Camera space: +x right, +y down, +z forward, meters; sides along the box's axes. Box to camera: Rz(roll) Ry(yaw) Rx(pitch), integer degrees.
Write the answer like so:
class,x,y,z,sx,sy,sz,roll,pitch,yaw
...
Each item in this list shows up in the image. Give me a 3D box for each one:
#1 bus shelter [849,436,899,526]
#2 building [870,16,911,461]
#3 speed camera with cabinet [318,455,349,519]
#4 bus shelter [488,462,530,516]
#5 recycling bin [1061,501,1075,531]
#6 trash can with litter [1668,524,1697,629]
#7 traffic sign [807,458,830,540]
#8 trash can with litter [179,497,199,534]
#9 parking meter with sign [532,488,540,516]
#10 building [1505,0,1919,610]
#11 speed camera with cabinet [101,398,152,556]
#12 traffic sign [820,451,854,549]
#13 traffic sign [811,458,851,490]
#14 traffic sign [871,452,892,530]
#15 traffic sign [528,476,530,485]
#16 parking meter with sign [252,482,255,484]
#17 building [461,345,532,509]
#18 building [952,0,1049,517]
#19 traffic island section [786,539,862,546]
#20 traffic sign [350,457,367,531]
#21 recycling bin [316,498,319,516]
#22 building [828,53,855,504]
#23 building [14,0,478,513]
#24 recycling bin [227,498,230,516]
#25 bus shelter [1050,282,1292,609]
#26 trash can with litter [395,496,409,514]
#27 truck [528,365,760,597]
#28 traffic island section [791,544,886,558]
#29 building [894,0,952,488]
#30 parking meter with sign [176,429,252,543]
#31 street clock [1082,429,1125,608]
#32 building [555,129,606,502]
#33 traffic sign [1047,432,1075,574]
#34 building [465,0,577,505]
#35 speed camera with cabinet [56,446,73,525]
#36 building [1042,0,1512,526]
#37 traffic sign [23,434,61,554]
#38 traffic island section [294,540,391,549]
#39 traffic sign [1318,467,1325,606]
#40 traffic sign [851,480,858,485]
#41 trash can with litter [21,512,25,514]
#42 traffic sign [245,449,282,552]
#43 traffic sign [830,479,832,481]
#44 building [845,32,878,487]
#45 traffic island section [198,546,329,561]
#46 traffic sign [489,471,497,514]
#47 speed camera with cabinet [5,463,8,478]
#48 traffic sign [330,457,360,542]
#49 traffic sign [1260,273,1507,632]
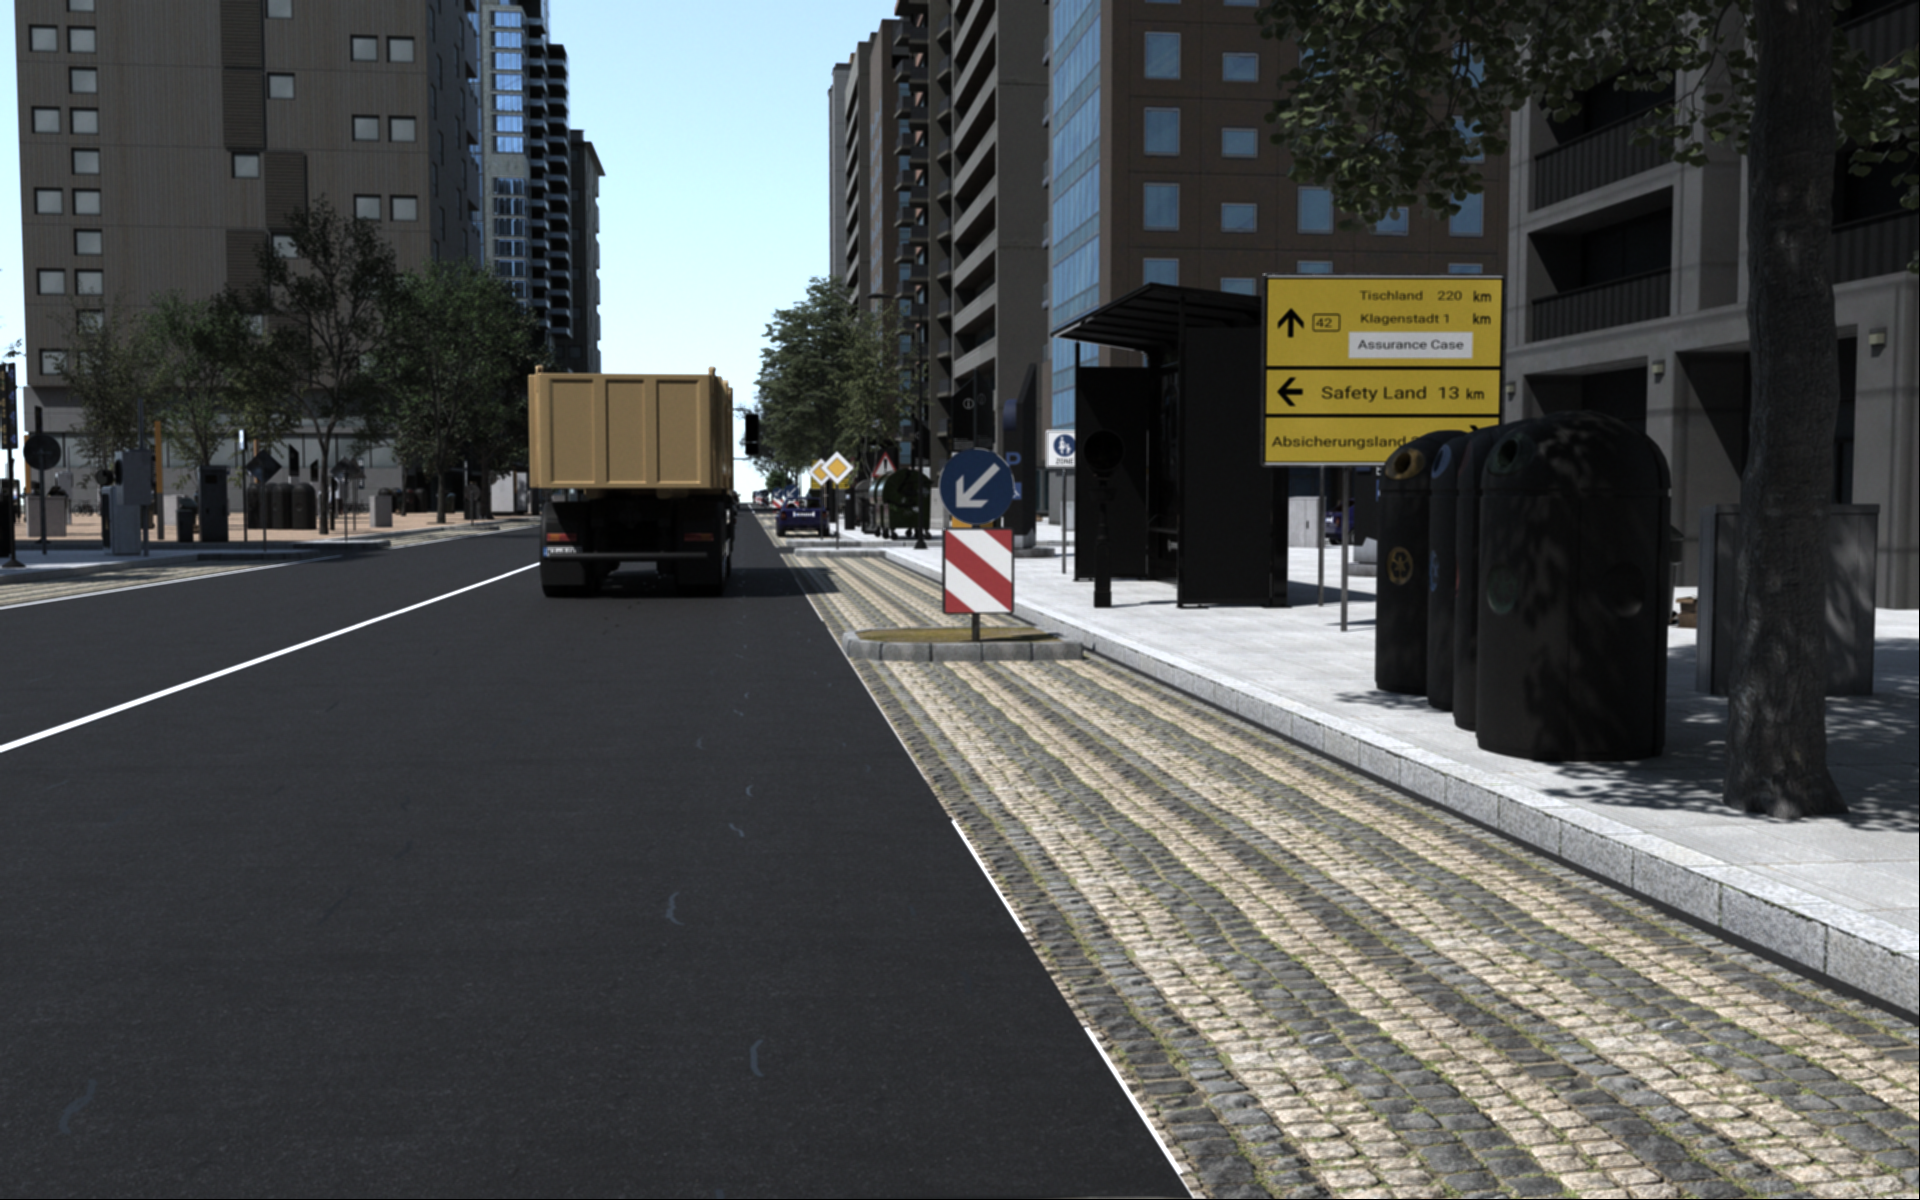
class,x,y,z,sx,sy,sz,roll,pitch,yaw
bus shelter,-3.641,-5.030,73.517,1.731,3.624,6.357,0,4,-7
building,-0.973,-31.342,162.557,14.600,45.320,14.200,0,4,-7
speed camera with cabinet,-32.112,-5.773,88.732,2.038,3.252,0.660,3,5,41
bus shelter,-26.697,-6.606,101.926,2.014,3.302,5.546,0,4,-7
recycling bin,3.900,-2.899,59.956,0.722,1.027,0.722,0,4,-7
trash can with litter,6.965,-0.335,16.868,0.624,1.170,1.055,-3,5,-41
traffic sign,-3.844,-2.716,48.048,0.795,2.450,0.064,0,4,-7
trash can with litter,-25.046,-2.760,56.518,1.055,1.170,0.624,3,5,45
parking meter with sign,-25.568,-6.607,104.289,0.543,3.016,1.738,-1,4,-12
building,19.910,-35.751,22.775,20.563,71.187,20.611,0,4,-7
speed camera with cabinet,-17.419,-2.557,36.145,0.660,3.252,2.038,-3,4,-37
traffic sign,-2.845,-2.231,40.125,0.795,2.450,0.064,0,4,-7
traffic sign,-7.360,-6.402,98.550,2.265,3.308,0.079,0,4,-5
traffic sign,-2.281,-3.250,53.140,0.884,2.594,0.081,0,4,1
traffic sign,-28.004,-6.939,113.565,0.768,2.556,0.104,0,4,2
parking meter with sign,-45.809,-7.085,112.098,0.543,3.016,1.738,-2,4,-23
building,-55.299,-19.252,159.817,27.650,21.520,28.899,0,4,-7
building,11.339,-29.563,107.056,21.300,48.544,21.600,0,4,-7
traffic island section,-3.822,-1.581,48.128,2.009,0.180,2.903,0,4,-7
traffic sign,-21.071,-3.682,60.208,0.884,2.594,0.081,0,4,1
recycling bin,-37.651,-5.374,100.412,0.722,1.027,0.722,1,4,9
building,-7.544,-42.669,239.630,21.231,58.520,28.212,0,4,-7
building,-51.697,-33.132,130.950,28.713,52.752,27.495,0,4,-7
recycling bin,-43.499,-5.467,101.945,0.722,1.027,0.722,0,4,6
bus shelter,2.565,-1.906,22.448,1.731,3.624,6.357,0,4,-7
trash can with litter,-35.425,-6.021,109.835,0.624,1.170,1.055,0,4,3
truck,-4.984,-1.956,27.899,3.469,3.379,9.791,0,4,-6
traffic island section,-2.822,-1.096,40.205,2.009,0.180,2.903,0,4,-7
building,6.160,-29.797,141.807,22.147,44.769,28.867,0,4,-7
parking meter with sign,-20.006,-3.061,46.302,1.738,3.016,0.543,-2,4,-34
street clock,1.615,-0.917,19.556,0.471,2.002,0.358,0,4,1
building,-66.819,-40.556,252.323,28.713,52.752,27.495,0,4,-7
traffic sign,1.674,-1.571,27.812,0.606,2.300,0.079,0,4,-5
building,-60.629,-55.656,222.647,22.319,86.520,31.000,0,4,-7
speed camera with cabinet,-37.574,-4.780,72.495,0.660,3.252,2.038,-2,4,-32
building,11.261,-25.389,65.227,14.200,45.320,14.600,0,4,-7
traffic sign,-19.475,-2.242,36.770,0.768,2.556,0.104,0,4,-7
traffic island section,-16.514,-1.484,46.537,2.009,0.180,2.903,0,4,-7
traffic sign,4.127,-1.078,19.749,0.606,2.300,0.079,0,4,-4
traffic sign,-6.274,-6.057,99.041,0.884,2.594,0.081,0,4,-2
trash can with litter,-61.439,-6.208,112.554,1.678,1.210,2.233,-3,5,-41
traffic sign,-15.492,-2.135,38.556,0.795,2.450,0.064,0,4,-7
traffic sign,-5.326,-4.563,74.708,0.768,2.556,0.104,0,4,-7
building,-0.600,-34.059,180.561,21.300,48.544,21.600,0,4,-7
traffic island section,-15.514,-0.999,38.615,2.009,0.180,2.903,0,4,-7
traffic sign,-25.910,-5.838,95.563,0.768,2.556,0.104,0,4,-6
speed camera with cabinet,-60.709,-7.042,109.480,0.660,3.252,2.038,1,4,22
traffic sign,-16.491,-2.620,46.478,0.795,2.450,0.064,0,4,-7
traffic sign,3.908,-1.358,16.069,2.265,3.308,0.079,0,4,-1
